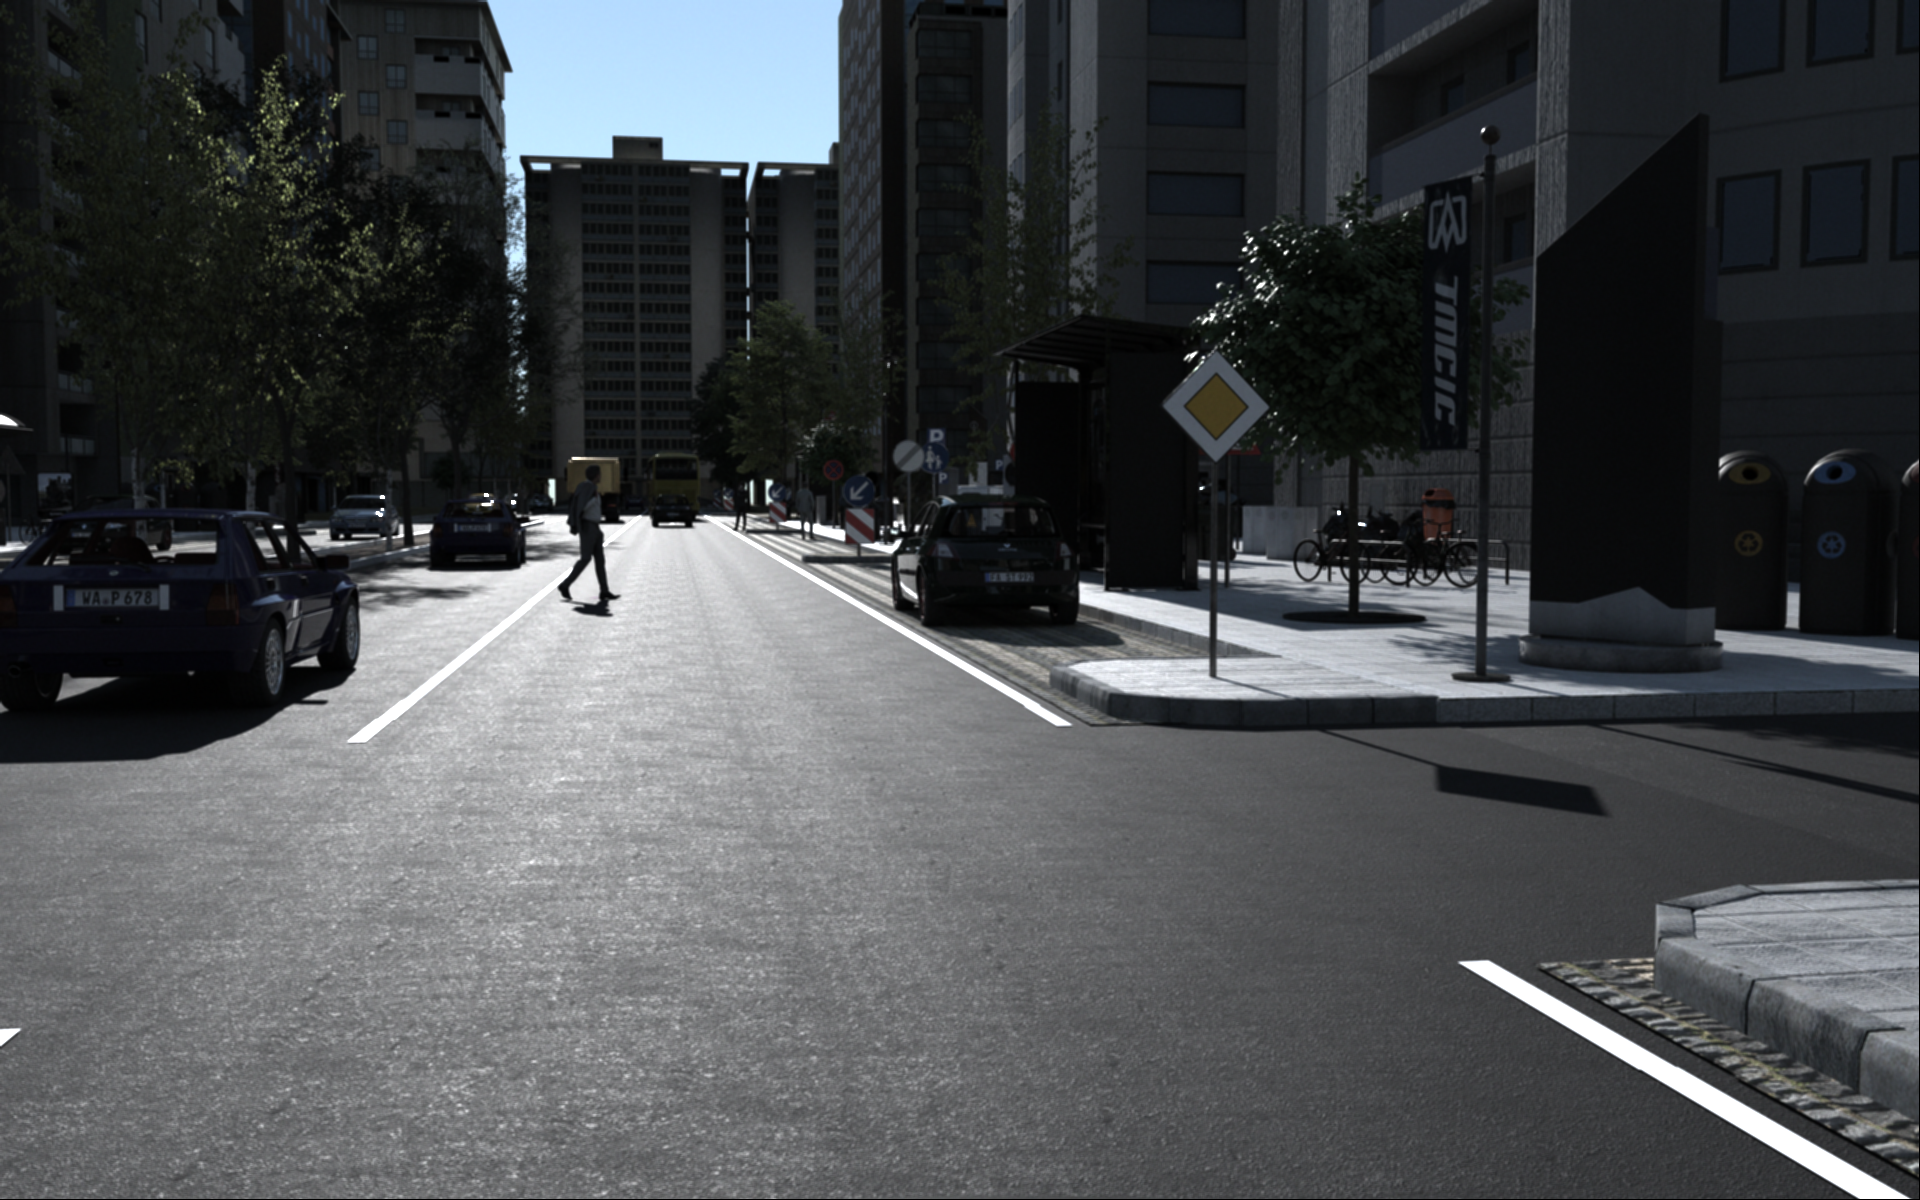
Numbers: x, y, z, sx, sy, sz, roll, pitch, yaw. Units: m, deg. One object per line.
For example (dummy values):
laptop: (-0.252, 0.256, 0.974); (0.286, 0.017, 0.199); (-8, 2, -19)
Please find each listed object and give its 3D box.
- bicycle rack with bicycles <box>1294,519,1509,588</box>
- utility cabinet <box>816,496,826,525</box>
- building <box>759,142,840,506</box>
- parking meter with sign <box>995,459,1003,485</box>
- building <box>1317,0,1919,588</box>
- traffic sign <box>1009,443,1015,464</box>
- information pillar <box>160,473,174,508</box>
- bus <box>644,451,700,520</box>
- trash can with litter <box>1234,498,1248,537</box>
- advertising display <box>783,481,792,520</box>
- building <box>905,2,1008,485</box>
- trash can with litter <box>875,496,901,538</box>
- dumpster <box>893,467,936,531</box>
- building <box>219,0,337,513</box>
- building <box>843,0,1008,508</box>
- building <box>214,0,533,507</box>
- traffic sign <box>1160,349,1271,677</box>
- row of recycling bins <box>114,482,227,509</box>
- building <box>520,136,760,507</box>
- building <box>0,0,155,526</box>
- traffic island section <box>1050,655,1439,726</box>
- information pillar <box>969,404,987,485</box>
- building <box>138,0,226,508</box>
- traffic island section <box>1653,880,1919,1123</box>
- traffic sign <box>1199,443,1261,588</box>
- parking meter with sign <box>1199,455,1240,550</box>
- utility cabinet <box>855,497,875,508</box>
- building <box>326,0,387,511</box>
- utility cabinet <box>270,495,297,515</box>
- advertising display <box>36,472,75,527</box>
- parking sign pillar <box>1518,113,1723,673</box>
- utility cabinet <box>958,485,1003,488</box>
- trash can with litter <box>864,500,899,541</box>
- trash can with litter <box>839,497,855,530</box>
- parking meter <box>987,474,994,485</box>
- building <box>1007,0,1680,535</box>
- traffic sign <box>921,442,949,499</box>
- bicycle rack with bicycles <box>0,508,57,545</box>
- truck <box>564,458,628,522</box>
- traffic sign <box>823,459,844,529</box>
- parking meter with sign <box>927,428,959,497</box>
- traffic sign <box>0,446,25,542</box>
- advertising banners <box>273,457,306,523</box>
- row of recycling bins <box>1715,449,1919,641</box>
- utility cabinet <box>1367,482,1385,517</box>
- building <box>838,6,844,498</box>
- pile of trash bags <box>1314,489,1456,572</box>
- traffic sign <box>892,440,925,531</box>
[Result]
bicycle rack with bicycles: (6.535, -0.696, 24.754); (2.852, 0.926, 2.925); (-2, 4, -24)
utility cabinet: (-5.871, -3.791, 73.146); (0.306, 1.237, 1.020); (-1, 4, -13)
building: (-11.596, -30.728, 194.291); (23.993, 40.220, 32.217); (-1, 4, -10)
parking meter with sign: (2.501, -5.610, 87.991); (0.543, 3.016, 1.738); (3, 4, 37)
building: (22.649, -30.014, 32.723); (28.212, 58.520, 21.231); (-1, 4, -10)
traffic sign: (1.463, -2.319, 38.016); (0.768, 2.556, 0.104); (0, 4, -1)
information pillar: (-27.804, -3.442, 60.768); (0.304, 2.012, 0.304); (1, 4, 20)
bus: (-16.527, -6.598, 99.431); (2.896, 3.916, 12.252); (-1, 4, -12)
trash can with litter: (8.023, -2.428, 51.085); (0.624, 1.170, 1.055); (-2, 4, -26)
advertising display: (-8.409, -4.844, 84.406); (0.123, 1.923, 0.974); (1, 4, 13)
building: (3.411, -20.509, 107.027); (14.160, 30.474, 14.107); (-1, 4, -10)
trash can with litter: (-1.815, -2.401, 50.311); (2.233, 1.210, 1.678); (-1, 4, -20)
dumpster: (-1.303, -3.127, 53.627); (1.502, 2.255, 1.985); (-1, 4, -9)
building: (-50.188, -28.401, 114.468); (14.600, 45.320, 14.200); (-1, 4, -10)
building: (-1.452, -29.626, 134.491); (14.600, 45.320, 14.200); (-1, 4, -10)
building: (-60.450, -36.409, 184.525); (27.495, 52.752, 28.713); (-1, 4, -10)
traffic sign: (1.771, -0.517, 12.089); (0.795, 2.450, 0.064); (-1, 4, -10)
row of recycling bins: (-26.869, -3.171, 58.967); (3.534, 1.692, 1.069); (-3, 4, -37)
building: (-35.345, -30.517, 190.840); (23.993, 40.220, 32.217); (-1, 4, -10)
building: (-42.318, -23.608, 69.583); (14.154, 41.232, 14.086); (-1, 4, -10)
traffic island section: (1.793, 0.618, 12.170); (2.009, 0.180, 2.903); (-1, 4, -10)
information pillar: (0.454, -3.274, 44.886); (0.504, 3.616, 0.183); (1, 4, 18)
building: (-54.718, -30.755, 92.076); (28.713, 52.752, 27.495); (-1, 4, -10)
traffic island section: (3.123, 1.100, 4.296); (2.009, 0.180, 2.903); (-1, 4, -10)
traffic sign: (3.639, -1.439, 23.533); (0.884, 2.594, 0.081); (0, 4, -5)
parking meter with sign: (5.559, -2.656, 39.683); (1.738, 3.016, 0.543); (0, 4, -5)
utility cabinet: (-4.689, -4.663, 84.911); (0.318, 1.500, 1.173); (-3, 5, -44)
building: (-61.677, -29.383, 135.030); (28.867, 44.769, 22.147); (-1, 4, -10)
utility cabinet: (-30.359, -4.086, 77.974); (1.020, 1.237, 0.306); (0, 4, 3)
advertising display: (-26.077, -2.737, 49.958); (0.974, 1.923, 0.123); (-1, 4, -12)
parking sign pillar: (4.980, -1.499, 12.980); (1.447, 3.967, 1.447); (-3, 4, -38)
utility cabinet: (0.535, -2.172, 44.195); (1.173, 1.500, 0.318); (0, 4, 1)
trash can with litter: (-2.179, -2.213, 47.576); (1.055, 1.170, 0.624); (1, 4, 20)
trash can with litter: (-3.992, -3.102, 62.101); (0.624, 1.170, 1.055); (-1, 4, -14)
parking meter: (0.762, -2.701, 49.876); (0.399, 1.863, 0.255); (2, 4, 34)
building: (12.629, -32.472, 72.911); (21.231, 58.520, 28.212); (-1, 4, -10)
traffic sign: (-0.643, -2.582, 42.322); (0.768, 2.556, 0.104); (0, 4, -6)
bicycle rack with bicycles: (-24.336, -1.890, 44.292); (2.852, 0.926, 2.925); (0, 4, -7)
truck: (-19.478, -5.905, 92.469); (3.469, 3.379, 9.791); (-1, 4, -11)
traffic sign: (-4.652, -3.897, 63.826); (0.768, 2.556, 0.104); (0, 4, -2)
parking meter with sign: (-0.310, -3.076, 46.550); (0.543, 3.016, 1.738); (1, 4, 21)
traffic sign: (-25.595, -2.849, 46.589); (0.884, 2.594, 0.081); (0, 4, -4)
advertising banners: (-29.645, -4.915, 76.545); (2.074, 3.025, 0.090); (2, 4, 31)
row of recycling bins: (8.418, -0.520, 15.614); (1.069, 1.692, 3.534); (-3, 5, -41)
utility cabinet: (7.994, -1.507, 33.311); (0.318, 1.500, 1.173); (1, 4, 13)
building: (-3.521, -28.450, 148.758); (14.154, 41.232, 14.086); (-1, 4, -10)
pile of trash bags: (7.569, -1.233, 29.909); (1.912, 1.369, 3.447); (-1, 4, -13)
traffic sign: (-1.215, -2.498, 40.953); (0.768, 2.556, 0.104); (0, 4, -1)
